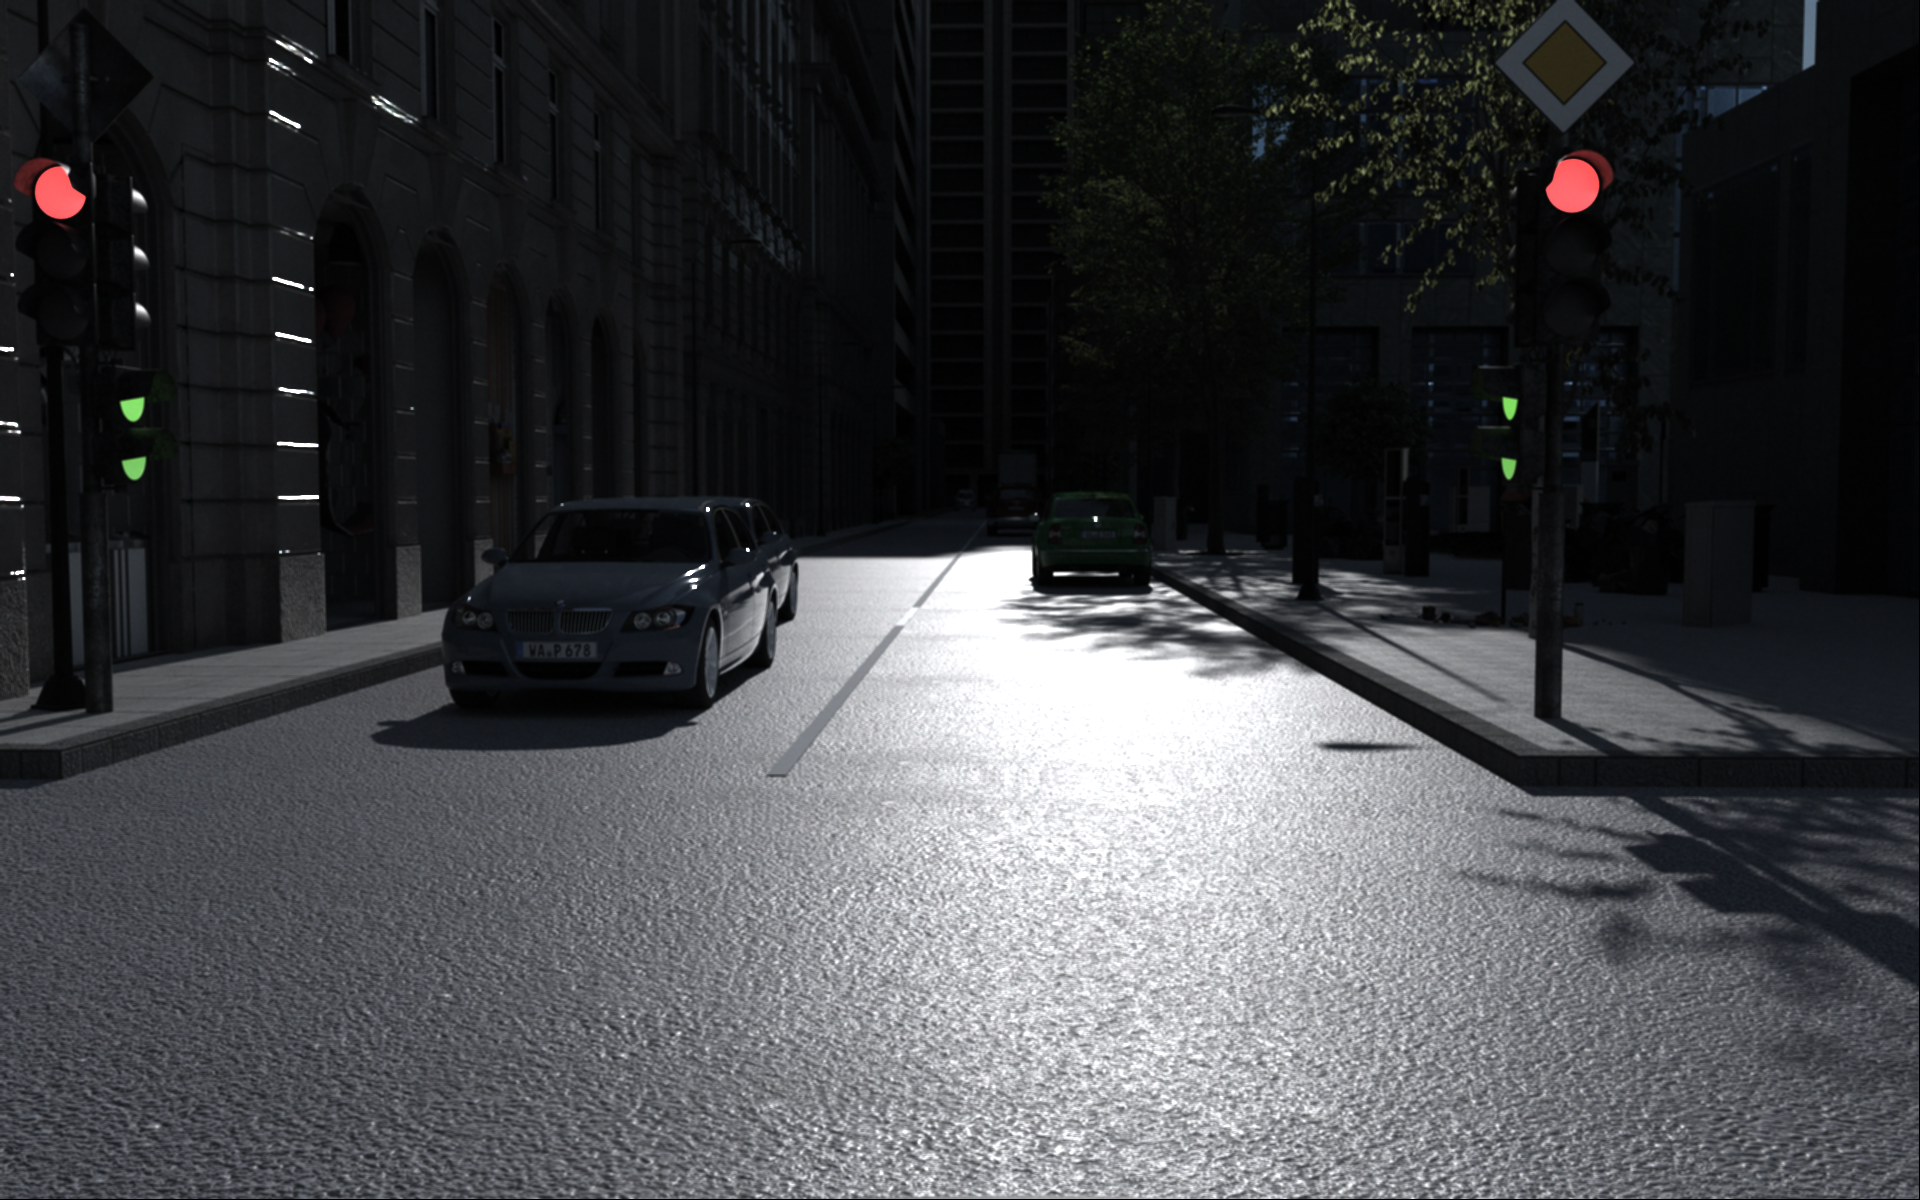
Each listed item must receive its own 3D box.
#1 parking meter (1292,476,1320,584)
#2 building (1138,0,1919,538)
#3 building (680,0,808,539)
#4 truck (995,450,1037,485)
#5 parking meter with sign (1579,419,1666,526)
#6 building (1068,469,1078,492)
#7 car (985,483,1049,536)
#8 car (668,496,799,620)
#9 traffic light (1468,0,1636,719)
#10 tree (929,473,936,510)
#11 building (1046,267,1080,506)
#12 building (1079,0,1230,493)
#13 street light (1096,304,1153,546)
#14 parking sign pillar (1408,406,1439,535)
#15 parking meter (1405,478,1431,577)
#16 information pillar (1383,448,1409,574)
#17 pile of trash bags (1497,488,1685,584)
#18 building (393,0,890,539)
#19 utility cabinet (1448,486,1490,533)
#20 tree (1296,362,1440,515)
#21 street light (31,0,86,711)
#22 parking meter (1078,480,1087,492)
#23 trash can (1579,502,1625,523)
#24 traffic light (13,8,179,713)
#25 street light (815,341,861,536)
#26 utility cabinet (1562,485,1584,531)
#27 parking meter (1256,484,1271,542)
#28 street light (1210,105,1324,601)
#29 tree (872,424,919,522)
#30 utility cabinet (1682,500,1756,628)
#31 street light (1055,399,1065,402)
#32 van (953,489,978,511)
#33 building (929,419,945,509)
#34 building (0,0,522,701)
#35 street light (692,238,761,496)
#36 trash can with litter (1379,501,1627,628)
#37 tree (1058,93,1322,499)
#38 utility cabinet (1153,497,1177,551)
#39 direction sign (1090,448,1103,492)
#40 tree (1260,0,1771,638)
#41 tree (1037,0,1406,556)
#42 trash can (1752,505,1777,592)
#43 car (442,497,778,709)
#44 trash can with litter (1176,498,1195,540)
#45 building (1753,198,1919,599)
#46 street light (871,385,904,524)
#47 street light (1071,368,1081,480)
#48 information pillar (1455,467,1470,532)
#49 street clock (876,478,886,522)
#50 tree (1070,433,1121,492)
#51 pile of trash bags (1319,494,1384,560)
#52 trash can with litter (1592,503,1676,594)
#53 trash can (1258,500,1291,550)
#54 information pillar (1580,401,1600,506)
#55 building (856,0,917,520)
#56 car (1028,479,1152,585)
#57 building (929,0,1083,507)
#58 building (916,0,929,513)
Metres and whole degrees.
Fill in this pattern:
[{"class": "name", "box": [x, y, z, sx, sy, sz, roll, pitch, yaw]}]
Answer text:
[{"class": "parking meter", "box": [4.965, -1.006, 24.854, 0.372, 1.533, 0.369, 0, 3, 0]}, {"class": "building", "box": [18.662, -46.138, 67.024, 22.319, 86.520, 31.000, 0, 4, 2]}, {"class": "building", "box": [-9.594, -11.871, 43.241, 9.793, 20.994, 18.267, 0, 4, 2]}, {"class": "truck", "box": [3.762, -7.761, 115.804, 2.839, 4.237, 11.283, 0, 4, 1]}, {"class": "parking meter with sign", "box": [14.709, -2.585, 38.534, 1.738, 3.016, 0.543, 1, 4, 17]}, {"class": "building", "box": [23.794, -26.139, 119.258, 32.217, 40.220, 23.993, 0, 4, 2]}, {"class": "car", "box": [1.983, -3.168, 60.473, 2.281, 1.827, 5.304, 0, 4, 2]}, {"class": "car", "box": [-2.829, -0.400, 18.550, 2.014, 1.417, 4.499, 0, 4, 3]}, {"class": "traffic light", "box": [3.363, -1.280, 9.850, 0.839, 4.253, 0.868, 0, 4, 2]}, {"class": "tree", "box": [-2.638, -8.781, 138.178, 1.663, 3.219, 1.824, 0, 3, 0]}, {"class": "building", "box": [21.417, -18.426, 146.310, 27.650, 21.520, 28.899, 0, 4, 2]}, {"class": "building", "box": [13.912, -20.129, 100.811, 14.160, 30.474, 14.107, 0, 4, 2]}, {"class": "street light", "box": [4.116, -4.279, 42.509, 1.470, 5.913, 1.316, 0, 4, 2]}, {"class": "parking sign pillar", "box": [13.810, -3.915, 52.486, 1.447, 3.967, 1.447, 1, 4, 22]}, {"class": "parking meter", "box": [7.132, -1.137, 26.995, 0.372, 1.533, 0.369, 0, 3, 0]}, {"class": "information pillar", "box": [6.984, -1.422, 27.749, 0.304, 2.012, 0.304, 2, 4, 33]}, {"class": "pile of trash bags", "box": [8.985, -0.928, 24.918, 3.447, 1.369, 1.912, -2, 4, -34]}, {"class": "building", "box": [-10.035, -13.612, 64.356, 13.314, 21.916, 24.055, 0, 4, 2]}, {"class": "utility cabinet", "box": [14.882, -2.567, 50.656, 1.173, 1.500, 0.318, -1, 4, -15]}, {"class": "tree", "box": [10.155, -3.620, 42.903, 4.285, 4.588, 4.351, 0, 3, 0]}, {"class": "street light", "box": [-4.837, -2.303, 10.201, 1.470, 5.913, 1.316, 0, 4, 2]}, {"class": "parking meter", "box": [5.235, -4.162, 73.758, 0.255, 1.863, 0.399, -2, 4, -26]}, {"class": "trash can", "box": [10.886, -1.087, 29.419, 0.748, 1.137, 0.748, 0, 3, 0]}, {"class": "traffic light", "box": [-5.046, -1.294, 10.070, 0.839, 4.253, 0.868, 0, 4, 2]}, {"class": "street light", "box": [-3.706, -4.909, 52.805, 1.470, 5.913, 1.316, 0, 4, 2]}, {"class": "utility cabinet", "box": [14.150, -1.976, 40.984, 0.318, 1.500, 1.173, -3, 4, -36]}, {"class": "parking meter", "box": [8.065, -2.300, 46.013, 0.372, 1.533, 0.369, 0, 3, 0]}, {"class": "street light", "box": [3.693, -2.954, 20.844, 1.470, 5.913, 1.316, 0, 4, 2]}, {"class": "tree", "box": [-3.585, -5.979, 81.470, 4.285, 4.588, 4.351, 0, 3, 0]}, {"class": "utility cabinet", "box": [7.456, -0.359, 17.029, 1.020, 1.237, 0.306, -3, 5, -45]}, {"class": "street light", "box": [5.353, -6.876, 84.971, 1.470, 5.913, 1.316, 0, 4, 2]}, {"class": "van", "box": [0.476, -8.434, 144.902, 2.013, 2.044, 4.112, 0, 4, 1]}, {"class": "building", "box": [-17.195, -51.144, 148.873, 31.000, 86.520, 22.319, 0, 4, 2]}, {"class": "building", "box": [-11.489, -10.986, 21.421, 13.314, 21.916, 24.055, 0, 4, 2]}, {"class": "street light", "box": [-4.299, -3.611, 31.574, 1.470, 5.913, 1.316, 0, 4, 2]}, {"class": "trash can with litter", "box": [5.333, -0.380, 17.270, 2.233, 1.210, 1.678, 3, 5, 39]}, {"class": "tree", "box": [6.570, -8.048, 49.712, 7.486, 12.596, 7.792, 0, 3, 0]}, {"class": "utility cabinet", "box": [4.715, -1.750, 39.777, 0.306, 1.237, 1.020, 1, 4, 21]}, {"class": "direction sign", "box": [6.626, -5.640, 84.214, 0.379, 3.537, 0.876, -3, 5, -41]}, {"class": "tree", "box": [4.985, -3.956, 15.044, 4.360, 8.622, 3.978, 0, 3, 0]}, {"class": "tree", "box": [5.236, -6.760, 36.277, 9.928, 11.665, 9.643, 0, 3, 0]}, {"class": "trash can", "box": [10.347, -0.685, 22.855, 0.748, 1.137, 0.748, 0, 3, 0]}, {"class": "car", "box": [-2.465, -0.068, 13.114, 2.014, 1.417, 4.499, 0, 4, 2]}, {"class": "trash can with litter", "box": [6.009, -2.239, 47.996, 0.624, 1.170, 1.055, 2, 4, 34]}, {"class": "building", "box": [26.640, -43.152, 18.200, 31.000, 86.520, 22.319, 0, 4, 2]}, {"class": "street light", "box": [-3.097, -6.211, 74.093, 1.470, 5.913, 1.316, 0, 4, 2]}, {"class": "street light", "box": [4.786, -5.578, 63.738, 1.470, 5.913, 1.316, 0, 4, 2]}, {"class": "information pillar", "box": [13.630, -2.601, 47.024, 0.304, 2.012, 0.304, 0, 4, 5]}, {"class": "street clock", "box": [-3.576, -4.505, 78.228, 0.471, 2.002, 0.358, 1, 4, 12]}, {"class": "tree", "box": [7.389, -6.652, 92.476, 4.285, 4.588, 4.351, 0, 3, 0]}, {"class": "pile of trash bags", "box": [7.902, -1.558, 35.219, 1.912, 1.369, 3.447, -2, 4, -24]}, {"class": "trash can with litter", "box": [8.629, -0.665, 22.258, 0.624, 1.170, 1.055, -2, 4, -32]}, {"class": "trash can", "box": [7.267, -1.737, 40.051, 0.748, 1.137, 0.748, 0, 3, 0]}, {"class": "information pillar", "box": [16.015, -3.221, 44.023, 0.183, 3.616, 0.504, -2, 4, -33]}, {"class": "building", "box": [-13.624, -28.877, 95.834, 21.300, 48.544, 21.600, 0, 4, 2]}, {"class": "car", "box": [2.111, -1.207, 28.526, 1.959, 1.807, 4.718, 0, 4, 0]}, {"class": "building", "box": [6.812, -45.236, 177.862, 20.611, 71.187, 20.563, 0, 4, 2]}, {"class": "building", "box": [-13.272, -35.376, 120.389, 21.231, 58.520, 28.212, 0, 4, 2]}]
